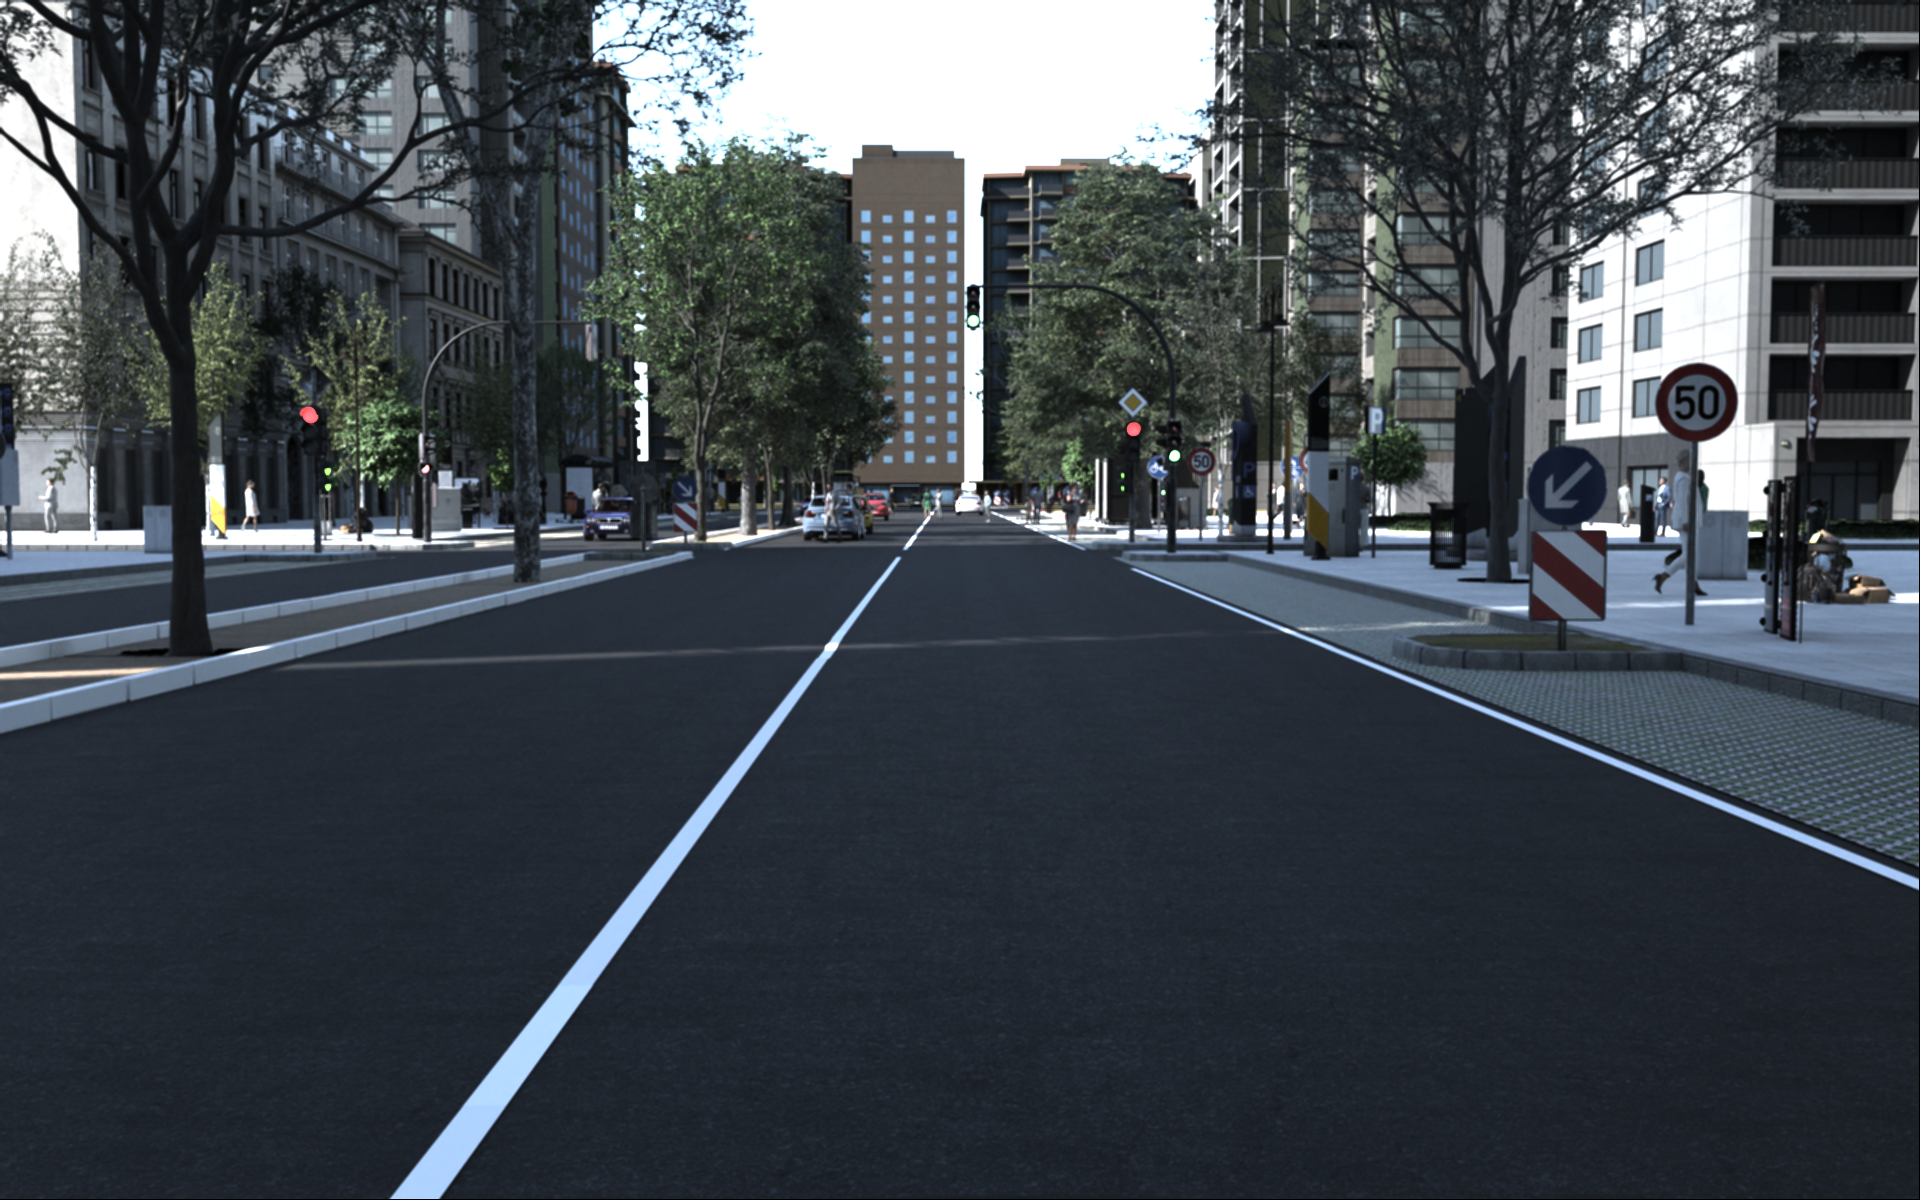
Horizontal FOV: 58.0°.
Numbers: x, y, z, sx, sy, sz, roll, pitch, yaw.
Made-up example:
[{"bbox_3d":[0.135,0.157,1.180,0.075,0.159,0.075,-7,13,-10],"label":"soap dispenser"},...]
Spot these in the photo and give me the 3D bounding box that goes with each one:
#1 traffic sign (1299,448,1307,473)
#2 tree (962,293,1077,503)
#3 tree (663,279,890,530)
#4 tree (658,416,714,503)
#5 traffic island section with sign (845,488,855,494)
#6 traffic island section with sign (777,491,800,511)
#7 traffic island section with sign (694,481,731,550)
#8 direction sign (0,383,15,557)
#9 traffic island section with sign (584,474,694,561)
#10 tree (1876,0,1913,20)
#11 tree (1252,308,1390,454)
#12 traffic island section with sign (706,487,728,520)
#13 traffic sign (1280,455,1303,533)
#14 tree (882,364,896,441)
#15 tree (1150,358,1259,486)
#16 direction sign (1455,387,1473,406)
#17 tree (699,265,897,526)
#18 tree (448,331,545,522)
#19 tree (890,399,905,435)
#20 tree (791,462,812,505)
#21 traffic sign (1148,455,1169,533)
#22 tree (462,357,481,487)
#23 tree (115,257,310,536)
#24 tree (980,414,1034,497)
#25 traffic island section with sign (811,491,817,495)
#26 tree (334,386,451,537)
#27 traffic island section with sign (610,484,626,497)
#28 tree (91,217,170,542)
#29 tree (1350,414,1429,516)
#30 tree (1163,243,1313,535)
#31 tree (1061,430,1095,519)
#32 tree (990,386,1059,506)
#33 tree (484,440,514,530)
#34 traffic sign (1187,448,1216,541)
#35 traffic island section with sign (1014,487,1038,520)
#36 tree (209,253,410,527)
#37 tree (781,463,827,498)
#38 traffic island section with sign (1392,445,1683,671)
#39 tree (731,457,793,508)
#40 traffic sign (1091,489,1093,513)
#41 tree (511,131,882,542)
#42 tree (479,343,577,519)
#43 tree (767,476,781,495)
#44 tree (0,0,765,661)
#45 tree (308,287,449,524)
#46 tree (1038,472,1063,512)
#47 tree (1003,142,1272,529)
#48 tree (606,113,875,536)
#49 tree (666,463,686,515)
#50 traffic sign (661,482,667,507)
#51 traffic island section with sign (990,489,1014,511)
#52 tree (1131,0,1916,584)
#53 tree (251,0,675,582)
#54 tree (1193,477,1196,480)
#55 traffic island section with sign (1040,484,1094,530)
[{"bbox_3d":[9.445,-2.826,46.312,0.768,2.556,0.104,1,4,8],"label":"traffic sign"},{"bbox_3d":[6.278,-18.712,161.834,12.611,20.169,13.585,0,3,0],"label":"tree"},{"bbox_3d":[-7.353,-8.014,67.897,8.767,10.594,7.601,0,4,0],"label":"tree"},{"bbox_3d":[-17.693,-10.086,115.275,4.360,8.622,3.978,0,3,0],"label":"tree"},{"bbox_3d":[-7.691,-6.877,120.569,2.006,1.907,1.989,0,4,0],"label":"traffic island section with sign"},{"bbox_3d":[-14.522,-8.509,147.755,1.989,1.847,2.006,0,4,0],"label":"traffic island section with sign"},{"bbox_3d":[-7.106,-2.281,45.432,2.006,1.907,1.989,0,4,0],"label":"traffic island section with sign"},{"bbox_3d":[-19.673,-2.652,35.365,0.876,3.537,0.379,1,4,13],"label":"direction sign"},{"bbox_3d":[-7.059,-1.828,38.025,2.006,1.907,1.989,0,4,0],"label":"traffic island section with sign"},{"bbox_3d":[7.890,-5.445,6.036,9.611,12.733,9.660,0,3,0],"label":"tree"},{"bbox_3d":[17.840,-9.322,86.825,7.601,10.594,8.767,0,4,7],"label":"tree"},{"bbox_3d":[-14.137,-5.445,97.653,1.989,1.847,2.006,0,4,0],"label":"traffic island section with sign"},{"bbox_3d":[10.881,-3.465,56.766,0.768,2.556,0.104,0,4,7],"label":"traffic sign"},{"bbox_3d":[-7.523,-10.615,101.759,9.928,11.665,9.643,0,3,0],"label":"tree"},{"bbox_3d":[16.192,-11.602,115.455,9.928,11.665,9.643,0,3,0],"label":"tree"},{"bbox_3d":[10.795,-2.764,37.187,0.379,3.537,0.876,0,4,-6],"label":"direction sign"},{"bbox_3d":[-7.723,-9.659,77.397,9.611,12.733,9.660,0,3,0],"label":"tree"},{"bbox_3d":[-21.016,-7.789,77.712,4.737,8.622,4.395,0,3,0],"label":"tree"},{"bbox_3d":[-7.055,-9.453,91.423,8.767,10.594,7.601,0,4,0],"label":"tree"},{"bbox_3d":[-18.440,-15.105,197.324,4.737,8.622,4.395,0,3,0],"label":"tree"},{"bbox_3d":[6.547,-3.476,56.932,0.768,2.556,0.104,1,4,8],"label":"traffic sign"},{"bbox_3d":[-23.807,-8.493,89.224,4.360,8.622,3.978,0,3,0],"label":"tree"},{"bbox_3d":[-23.260,-6.281,53.054,4.737,8.622,4.395,0,3,0],"label":"tree"},{"bbox_3d":[5.827,-15.885,194.135,7.601,10.594,8.767,-1,4,-22],"label":"tree"},{"bbox_3d":[-14.727,-10.189,175.212,1.989,1.847,2.006,0,4,0],"label":"traffic island section with sign"},{"bbox_3d":[-17.247,-4.222,52.741,4.285,4.588,4.351,0,3,0],"label":"tree"},{"bbox_3d":[-13.926,-3.774,70.328,1.989,1.847,2.006,0,4,0],"label":"traffic island section with sign"},{"bbox_3d":[-23.372,-5.894,46.722,4.360,8.622,3.978,0,3,0],"label":"tree"},{"bbox_3d":[17.644,-5.339,71.006,4.285,4.588,4.351,0,3,0],"label":"tree"},{"bbox_3d":[8.018,-6.184,51.474,4.360,8.622,3.978,0,3,0],"label":"tree"},{"bbox_3d":[6.689,-6.419,88.661,4.285,4.588,4.351,0,3,0],"label":"tree"},{"bbox_3d":[6.969,-16.119,181.679,7.486,12.596,7.792,0,3,0],"label":"tree"},{"bbox_3d":[-16.491,-4.161,62.638,1.663,3.219,1.824,0,3,0],"label":"tree"},{"bbox_3d":[6.613,-2.899,47.510,0.768,2.556,0.104,0,4,3],"label":"traffic sign"},{"bbox_3d":[4.186,-5.430,97.413,1.989,1.847,2.006,0,4,0],"label":"traffic island section with sign"},{"bbox_3d":[-24.981,-8.150,67.659,7.601,10.594,8.767,0,4,5],"label":"tree"},{"bbox_3d":[-7.256,-8.110,85.411,4.360,8.622,3.978,0,3,0],"label":"tree"},{"bbox_3d":[4.827,-0.382,14.870,1.989,1.847,2.006,0,4,0],"label":"traffic island section with sign"},{"bbox_3d":[-17.686,-14.854,160.987,7.486,12.596,7.792,0,3,0],"label":"tree"},{"bbox_3d":[8.748,-7.009,114.697,0.768,2.556,0.104,0,4,2],"label":"traffic sign"},{"bbox_3d":[-7.319,-7.392,49.079,9.928,11.665,9.643,0,3,0],"label":"tree"},{"bbox_3d":[-20.548,-8.147,83.563,4.360,8.622,3.978,0,3,0],"label":"tree"},{"bbox_3d":[-17.870,-10.609,168.058,1.663,3.219,1.824,0,3,0],"label":"tree"},{"bbox_3d":[-6.812,-6.240,14.851,12.009,13.543,11.850,0,3,0],"label":"tree"},{"bbox_3d":[-21.301,-6.756,60.824,4.737,8.622,4.395,0,3,0],"label":"tree"},{"bbox_3d":[6.421,-8.070,126.537,1.663,3.219,1.824,0,3,0],"label":"tree"},{"bbox_3d":[6.714,-9.568,63.089,9.857,13.997,8.962,0,3,0],"label":"tree"},{"bbox_3d":[-7.276,-9.166,58.982,9.857,13.997,8.962,0,3,0],"label":"tree"},{"bbox_3d":[-17.747,-6.932,107.940,1.663,3.219,1.824,0,3,0],"label":"tree"},{"bbox_3d":[-20.275,-7.146,118.965,0.606,2.300,0.079,0,4,6],"label":"traffic sign"},{"bbox_3d":[3.790,-8.501,147.612,1.989,1.847,2.006,0,4,0],"label":"traffic island section with sign"},{"bbox_3d":[7.710,-7.003,24.870,12.009,13.543,11.850,0,3,0],"label":"tree"},{"bbox_3d":[-8.239,-10.396,28.325,12.611,20.169,13.585,0,3,0],"label":"tree"},{"bbox_3d":[11.553,-5.991,92.548,1.663,3.219,1.824,0,3,0],"label":"tree"},{"bbox_3d":[4.385,-3.782,70.459,1.989,1.847,2.006,0,4,0],"label":"traffic island section with sign"}]
